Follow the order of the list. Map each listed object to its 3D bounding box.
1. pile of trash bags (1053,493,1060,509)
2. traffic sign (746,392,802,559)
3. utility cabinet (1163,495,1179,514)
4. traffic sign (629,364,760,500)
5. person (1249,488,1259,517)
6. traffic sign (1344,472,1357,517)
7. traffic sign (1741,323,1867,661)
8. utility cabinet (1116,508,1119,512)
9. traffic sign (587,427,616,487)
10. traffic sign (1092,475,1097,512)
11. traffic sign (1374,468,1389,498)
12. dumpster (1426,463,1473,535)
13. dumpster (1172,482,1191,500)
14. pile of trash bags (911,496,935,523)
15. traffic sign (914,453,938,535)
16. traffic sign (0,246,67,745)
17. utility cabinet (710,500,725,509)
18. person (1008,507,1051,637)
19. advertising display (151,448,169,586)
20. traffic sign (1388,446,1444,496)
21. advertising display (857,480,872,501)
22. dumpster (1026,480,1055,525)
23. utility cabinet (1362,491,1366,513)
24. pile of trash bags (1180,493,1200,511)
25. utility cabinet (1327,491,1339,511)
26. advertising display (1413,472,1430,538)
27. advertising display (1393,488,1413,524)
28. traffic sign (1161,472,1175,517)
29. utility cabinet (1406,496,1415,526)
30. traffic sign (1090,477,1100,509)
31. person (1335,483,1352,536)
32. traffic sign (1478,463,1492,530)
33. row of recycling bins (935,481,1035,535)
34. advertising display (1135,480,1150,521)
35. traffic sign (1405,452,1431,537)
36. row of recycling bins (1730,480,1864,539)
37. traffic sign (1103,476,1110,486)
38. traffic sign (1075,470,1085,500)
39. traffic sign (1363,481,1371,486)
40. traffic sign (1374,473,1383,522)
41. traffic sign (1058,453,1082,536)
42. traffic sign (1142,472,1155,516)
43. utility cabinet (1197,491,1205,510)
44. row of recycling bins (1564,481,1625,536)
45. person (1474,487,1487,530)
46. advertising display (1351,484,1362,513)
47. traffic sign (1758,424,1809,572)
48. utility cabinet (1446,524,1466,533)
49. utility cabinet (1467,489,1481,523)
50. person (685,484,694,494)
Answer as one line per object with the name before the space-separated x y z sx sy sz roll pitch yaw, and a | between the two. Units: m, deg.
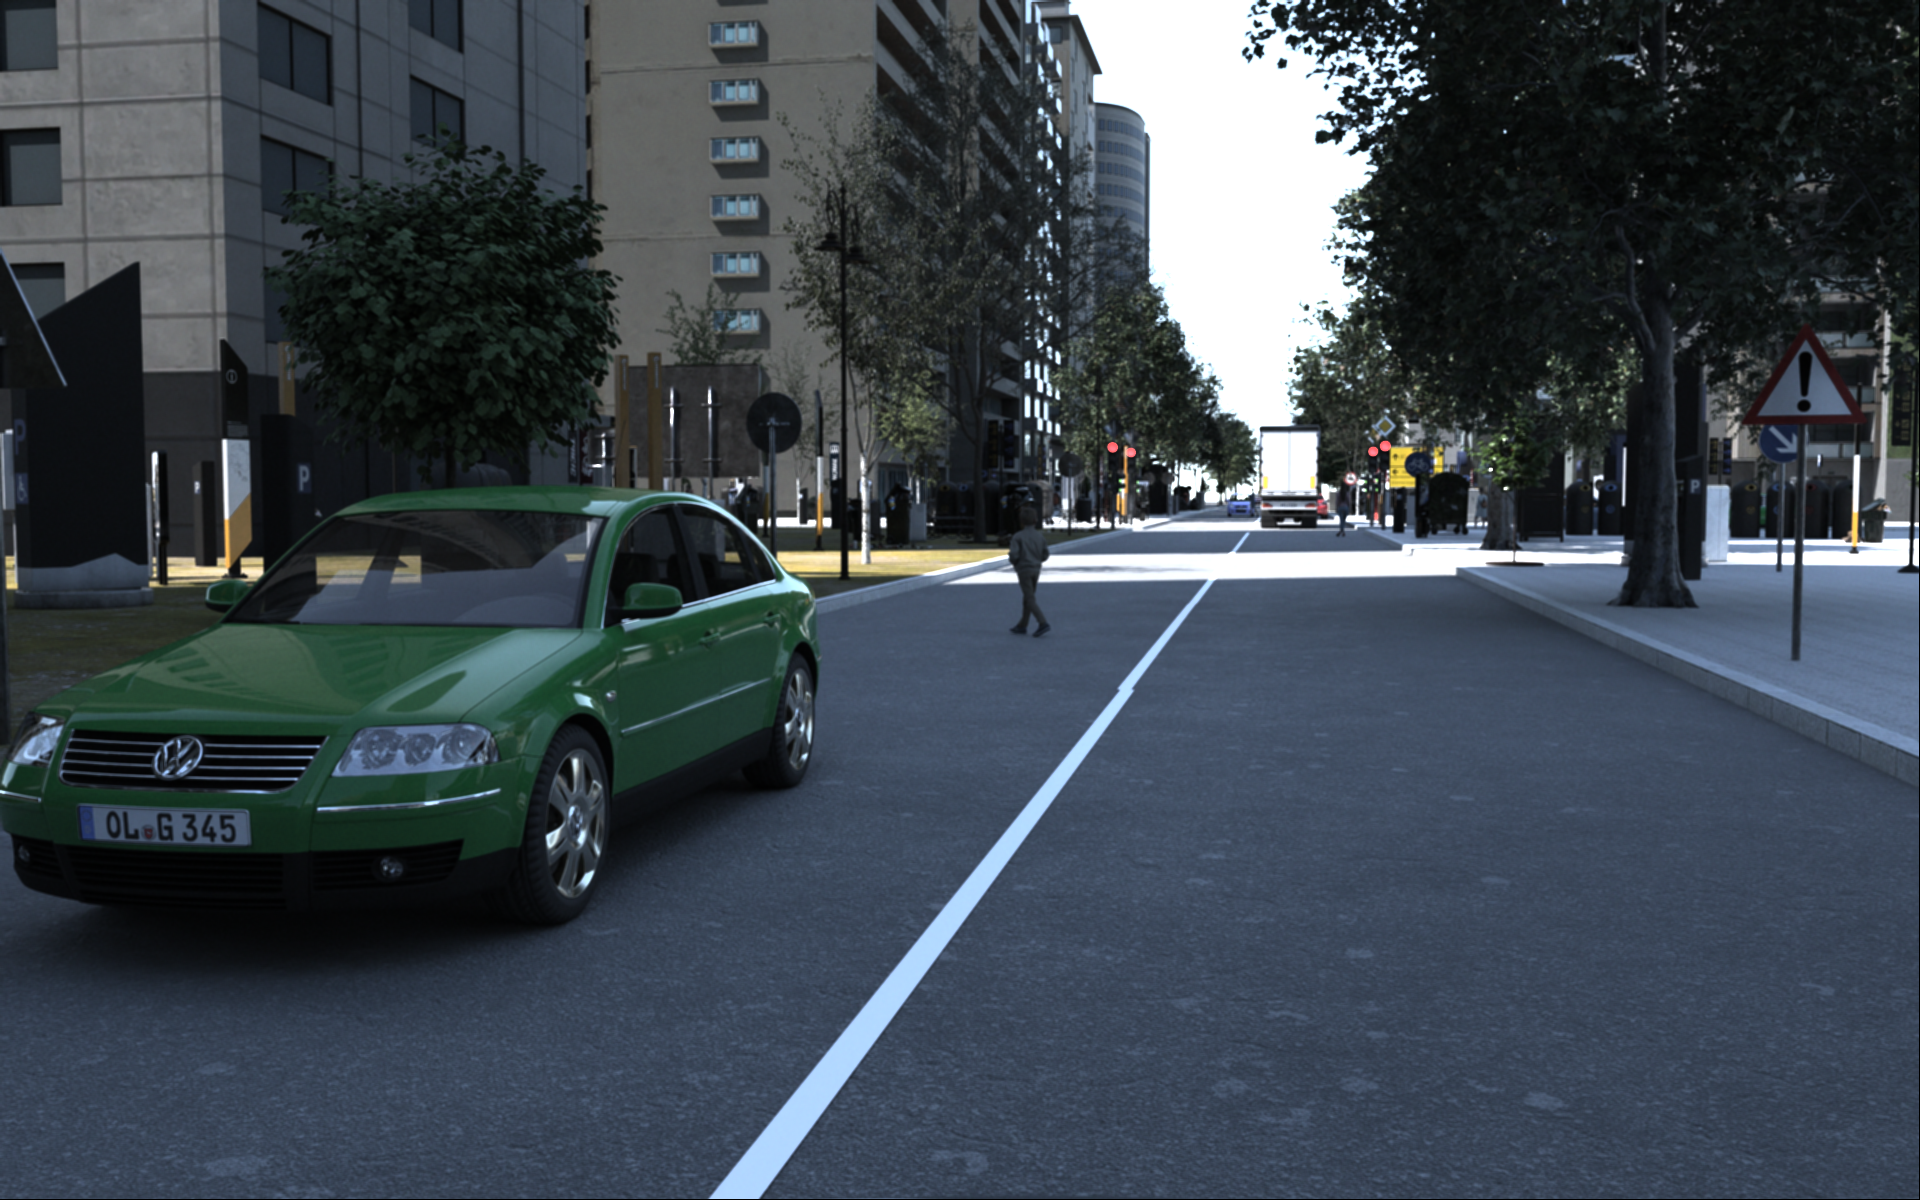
pile of trash bags | 6.133 -7.754 136.523 3.447 1.369 1.912 0 4 -1
traffic sign | -2.341 -1.321 21.704 0.768 2.556 0.104 1 4 19
utility cabinet | 13.849 -6.278 113.814 1.020 1.237 0.306 0 4 0
traffic sign | -4.224 -2.046 27.320 2.265 3.308 0.079 1 4 15
person | 18.036 -5.989 106.449 0.654 1.822 0.581 3 5 41
traffic sign | 22.262 -6.032 98.724 0.768 2.556 0.104 1 4 15
traffic sign | 6.451 -0.813 13.294 0.884 2.594 0.081 1 4 14
utility cabinet | 11.516 -6.855 120.752 1.173 1.500 0.318 0 4 -1
traffic sign | -5.394 -1.481 26.345 0.606 2.300 0.079 1 4 15
traffic sign | 8.344 -6.463 105.779 0.768 2.556 0.104 1 4 18
traffic sign | 19.055 -4.804 78.550 0.884 2.594 0.081 1 4 13
dumpster | 15.502 -3.227 55.253 1.502 2.255 1.985 1 4 10
dumpster | 18.048 -8.496 141.407 1.502 2.255 1.985 1 4 10
pile of trash bags | -1.711 -4.074 76.368 1.912 1.369 3.447 -3 5 -41
traffic sign | -1.058 -3.270 53.570 0.768 2.556 0.104 1 4 12
traffic sign | -4.899 -0.538 8.803 0.884 2.594 0.081 1 4 19
utility cabinet | -3.197 -0.522 19.691 1.020 1.237 0.306 1 4 16
person | 0.684 -0.289 17.502 0.475 1.303 0.640 -3 5 -44
advertising display | -11.344 -1.184 24.571 0.123 1.923 0.974 -2 4 -30
traffic sign | 19.314 -4.861 73.346 2.265 3.308 0.079 1 4 17
advertising display | -4.264 -4.429 77.620 0.123 1.923 0.974 2 4 32
dumpster | 3.237 -4.057 72.098 1.264 1.857 1.865 1 4 10
utility cabinet | 29.707 -7.416 129.930 1.173 1.500 0.318 -1 4 -18
pile of trash bags | 17.850 -7.742 136.326 1.912 1.369 3.447 0 4 3
utility cabinet | 27.545 -7.268 127.508 1.173 1.500 0.318 -2 4 -28
advertising display | 13.543 -2.784 50.730 0.123 1.923 0.974 2 4 32
advertising display | 18.959 -4.202 73.919 0.974 1.923 0.123 -1 4 -13
traffic sign | 11.784 -6.005 98.283 0.768 2.556 0.104 1 4 13
utility cabinet | 18.554 -3.593 69.903 1.020 1.237 0.306 1 4 22
traffic sign | 8.117 -6.228 103.952 0.606 2.300 0.079 1 4 18
person | 12.964 -3.059 58.529 0.555 1.821 0.388 0 4 -2
traffic sign | 17.810 -3.559 58.303 0.768 2.556 0.104 1 4 16
row of recycling bins | 0.619 -2.960 55.501 3.534 1.692 1.069 3 5 41
advertising display | 8.577 -4.660 81.408 0.123 1.923 0.974 3 5 42
traffic sign | 13.775 -3.184 52.169 0.768 2.556 0.104 1 4 14
row of recycling bins | 24.288 -2.643 50.333 3.534 1.692 1.069 2 4 34
traffic sign | 9.322 -6.772 111.912 0.795 2.450 0.064 1 4 11
traffic sign | 5.654 -5.113 83.706 0.768 2.556 0.104 1 4 12
traffic sign | 27.270 -7.075 115.674 0.884 2.594 0.081 1 4 12
traffic sign | 19.495 -4.862 80.675 0.795 2.450 0.064 1 4 16
traffic sign | 3.385 -3.263 53.456 0.768 2.556 0.104 1 4 13
traffic sign | 10.931 -6.138 100.458 0.768 2.556 0.104 1 4 20
utility cabinet | 19.751 -8.155 142.012 0.318 1.500 1.173 -1 4 -11
row of recycling bins | 20.616 -2.847 53.667 3.534 1.692 1.069 2 4 26
person | 19.798 -3.442 65.777 0.512 1.701 0.522 -2 4 -25
advertising display | 26.436 -6.777 116.020 0.974 1.923 0.123 1 4 12
traffic sign | 13.540 -1.740 28.552 0.768 2.556 0.104 1 4 11
utility cabinet | 16.669 -2.873 58.138 0.306 1.237 1.020 0 4 -7
utility cabinet | 22.198 -4.088 75.521 1.173 1.500 0.318 -2 4 -25
person | -11.083 -3.815 70.851 0.573 1.828 0.580 -2 4 -35
